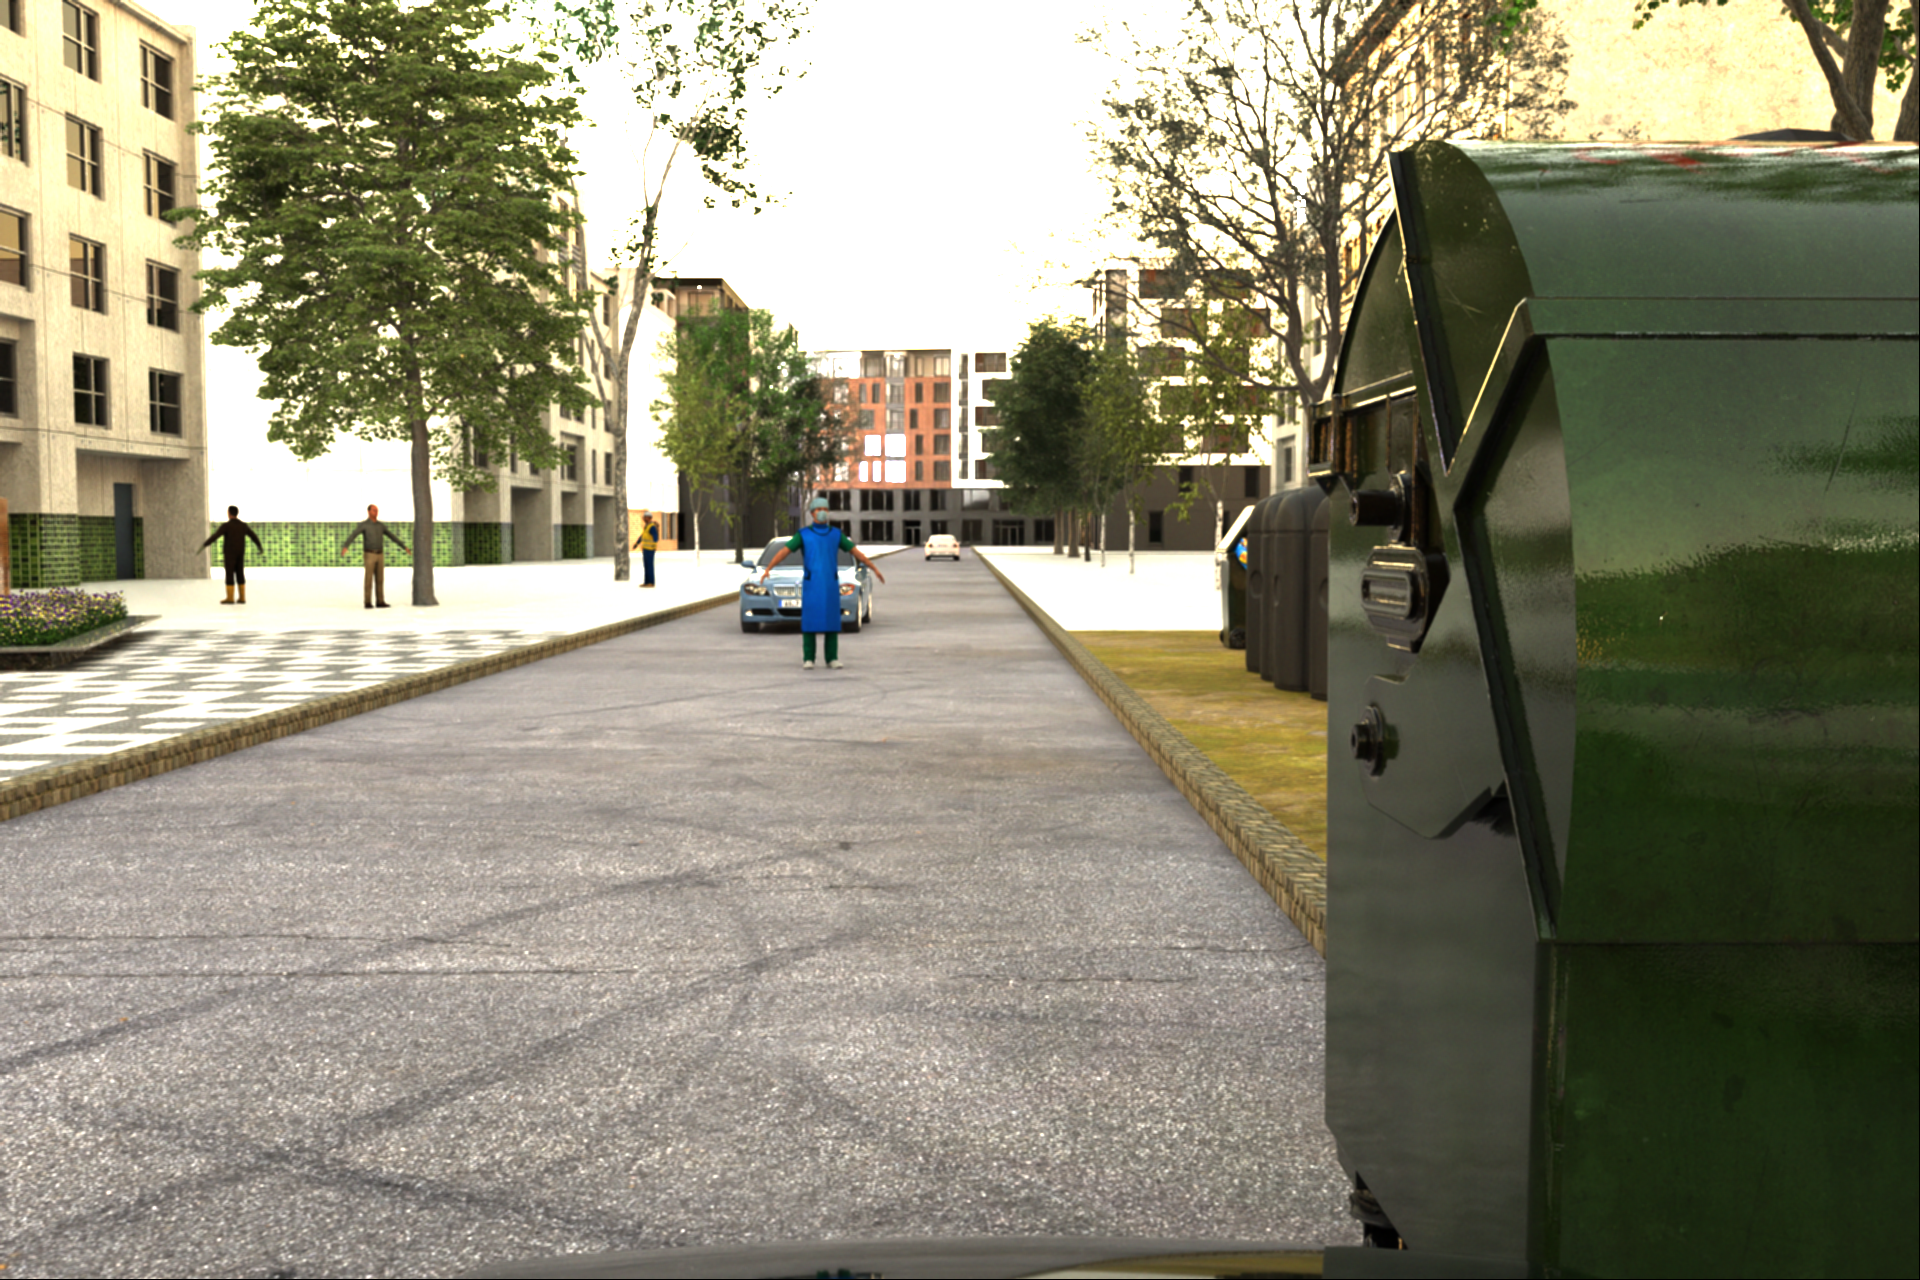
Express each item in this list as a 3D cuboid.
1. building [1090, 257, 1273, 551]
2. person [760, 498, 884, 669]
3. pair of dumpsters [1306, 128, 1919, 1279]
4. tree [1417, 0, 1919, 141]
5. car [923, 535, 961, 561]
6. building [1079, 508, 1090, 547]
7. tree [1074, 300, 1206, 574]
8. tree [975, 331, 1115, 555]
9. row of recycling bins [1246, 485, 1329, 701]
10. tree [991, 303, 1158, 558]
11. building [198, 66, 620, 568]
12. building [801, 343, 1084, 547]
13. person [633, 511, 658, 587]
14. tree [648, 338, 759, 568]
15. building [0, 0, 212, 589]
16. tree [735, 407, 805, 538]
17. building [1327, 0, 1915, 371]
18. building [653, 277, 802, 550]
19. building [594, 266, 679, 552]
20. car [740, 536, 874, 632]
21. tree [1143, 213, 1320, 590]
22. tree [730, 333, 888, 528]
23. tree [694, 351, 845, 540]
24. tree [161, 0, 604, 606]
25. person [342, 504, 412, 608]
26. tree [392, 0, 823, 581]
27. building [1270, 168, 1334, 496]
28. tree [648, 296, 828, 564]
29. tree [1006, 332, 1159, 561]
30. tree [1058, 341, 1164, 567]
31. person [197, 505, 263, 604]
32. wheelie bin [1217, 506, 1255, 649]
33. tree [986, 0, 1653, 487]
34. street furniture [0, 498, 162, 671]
[{"bbox_3d":[24.621,-18.367,144.280,27.936,21.610,32.646,0,4,0],"label":"building"},{"bbox_3d":[-1.480,-0.605,18.473,1.347,1.817,0.704,-1,4,-17],"label":"person"},{"bbox_3d":[2.803,0.141,2.652,4.436,2.255,1.574,0,4,-1],"label":"pair of dumpsters"},{"bbox_3d":[4.650,-5.064,8.545,9.928,11.665,9.643,0,3,0],"label":"tree"},{"bbox_3d":[-0.979,-5.060,95.095,2.083,1.381,4.827,0,4,-1],"label":"car"},{"bbox_3d":[21.902,-20.957,173.583,19.493,23.208,18.063,0,4,0],"label":"building"},{"bbox_3d":[5.758,-6.429,55.478,4.737,8.622,4.395,0,3,0],"label":"tree"},{"bbox_3d":[6.058,-12.295,107.681,9.857,13.997,8.962,0,3,0],"label":"tree"},{"bbox_3d":[3.099,-0.467,14.750,1.069,1.692,3.534,0,4,-1],"label":"row of recycling bins"},{"bbox_3d":[6.227,-11.485,94.434,9.857,13.997,8.962,0,3,0],"label":"tree"},{"bbox_3d":[-27.620,-13.158,81.596,16.747,18.905,31.486,0,4,1],"label":"building"},{"bbox_3d":[-0.967,-21.592,199.466,32.646,21.610,27.936,1,4,9],"label":"building"},{"bbox_3d":[-7.551,-2.193,41.821,0.705,1.833,1.349,-2,4,-32],"label":"person"},{"bbox_3d":[-9.835,-7.020,65.133,4.737,8.622,4.395,0,3,0],"label":"tree"},{"bbox_3d":[-29.938,-10.209,33.382,16.747,18.905,31.486,0,4,0],"label":"building"},{"bbox_3d":[-10.099,-8.749,93.414,4.737,8.622,4.395,0,3,0],"label":"tree"},{"bbox_3d":[21.587,-13.258,47.705,19.493,23.208,18.063,0,4,0],"label":"building"},{"bbox_3d":[-29.452,-18.971,154.146,27.936,21.610,32.646,0,4,0],"label":"building"},{"bbox_3d":[-27.221,-16.344,123.646,16.016,20.090,11.380,0,4,0],"label":"building"},{"bbox_3d":[-2.312,-0.901,26.740,2.014,1.417,4.499,0,3,0],"label":"car"},{"bbox_3d":[6.034,-5.458,39.599,4.737,8.622,4.395,0,3,0],"label":"tree"},{"bbox_3d":[-9.459,-11.930,105.427,12.009,13.543,11.850,0,3,0],"label":"tree"},{"bbox_3d":[-9.325,-9.189,84.654,8.767,10.594,7.601,1,4,13],"label":"tree"},{"bbox_3d":[-10.001,-6.878,30.582,7.486,12.596,7.792,0,3,0],"label":"tree"},{"bbox_3d":[-10.182,-1.459,30.125,0.705,1.796,1.348,3,4,39],"label":"person"},{"bbox_3d":[-10.022,-11.790,48.650,12.611,20.169,13.585,0,3,0],"label":"tree"},{"bbox_3d":[25.021,-12.864,76.792,16.747,18.905,31.486,0,3,0],"label":"building"},{"bbox_3d":[-9.587,-9.136,75.129,9.928,11.665,9.643,0,3,0],"label":"tree"},{"bbox_3d":[5.647,-8.949,80.728,7.601,10.594,8.767,-1,4,-16],"label":"tree"},{"bbox_3d":[5.392,-7.128,66.899,4.360,8.622,3.978,0,3,0],"label":"tree"},{"bbox_3d":[-13.387,-1.575,31.896,0.704,1.812,1.346,2,4,33],"label":"person"},{"bbox_3d":[3.279,-0.711,19.537,0.693,1.594,0.980,0,4,-1],"label":"wheelie bin"},{"bbox_3d":[6.035,-7.253,28.961,12.009,13.543,11.850,0,3,0],"label":"tree"},{"bbox_3d":[-11.789,-0.645,17.395,11.010,1.723,9.812,-1,4,-19],"label":"street furniture"}]
